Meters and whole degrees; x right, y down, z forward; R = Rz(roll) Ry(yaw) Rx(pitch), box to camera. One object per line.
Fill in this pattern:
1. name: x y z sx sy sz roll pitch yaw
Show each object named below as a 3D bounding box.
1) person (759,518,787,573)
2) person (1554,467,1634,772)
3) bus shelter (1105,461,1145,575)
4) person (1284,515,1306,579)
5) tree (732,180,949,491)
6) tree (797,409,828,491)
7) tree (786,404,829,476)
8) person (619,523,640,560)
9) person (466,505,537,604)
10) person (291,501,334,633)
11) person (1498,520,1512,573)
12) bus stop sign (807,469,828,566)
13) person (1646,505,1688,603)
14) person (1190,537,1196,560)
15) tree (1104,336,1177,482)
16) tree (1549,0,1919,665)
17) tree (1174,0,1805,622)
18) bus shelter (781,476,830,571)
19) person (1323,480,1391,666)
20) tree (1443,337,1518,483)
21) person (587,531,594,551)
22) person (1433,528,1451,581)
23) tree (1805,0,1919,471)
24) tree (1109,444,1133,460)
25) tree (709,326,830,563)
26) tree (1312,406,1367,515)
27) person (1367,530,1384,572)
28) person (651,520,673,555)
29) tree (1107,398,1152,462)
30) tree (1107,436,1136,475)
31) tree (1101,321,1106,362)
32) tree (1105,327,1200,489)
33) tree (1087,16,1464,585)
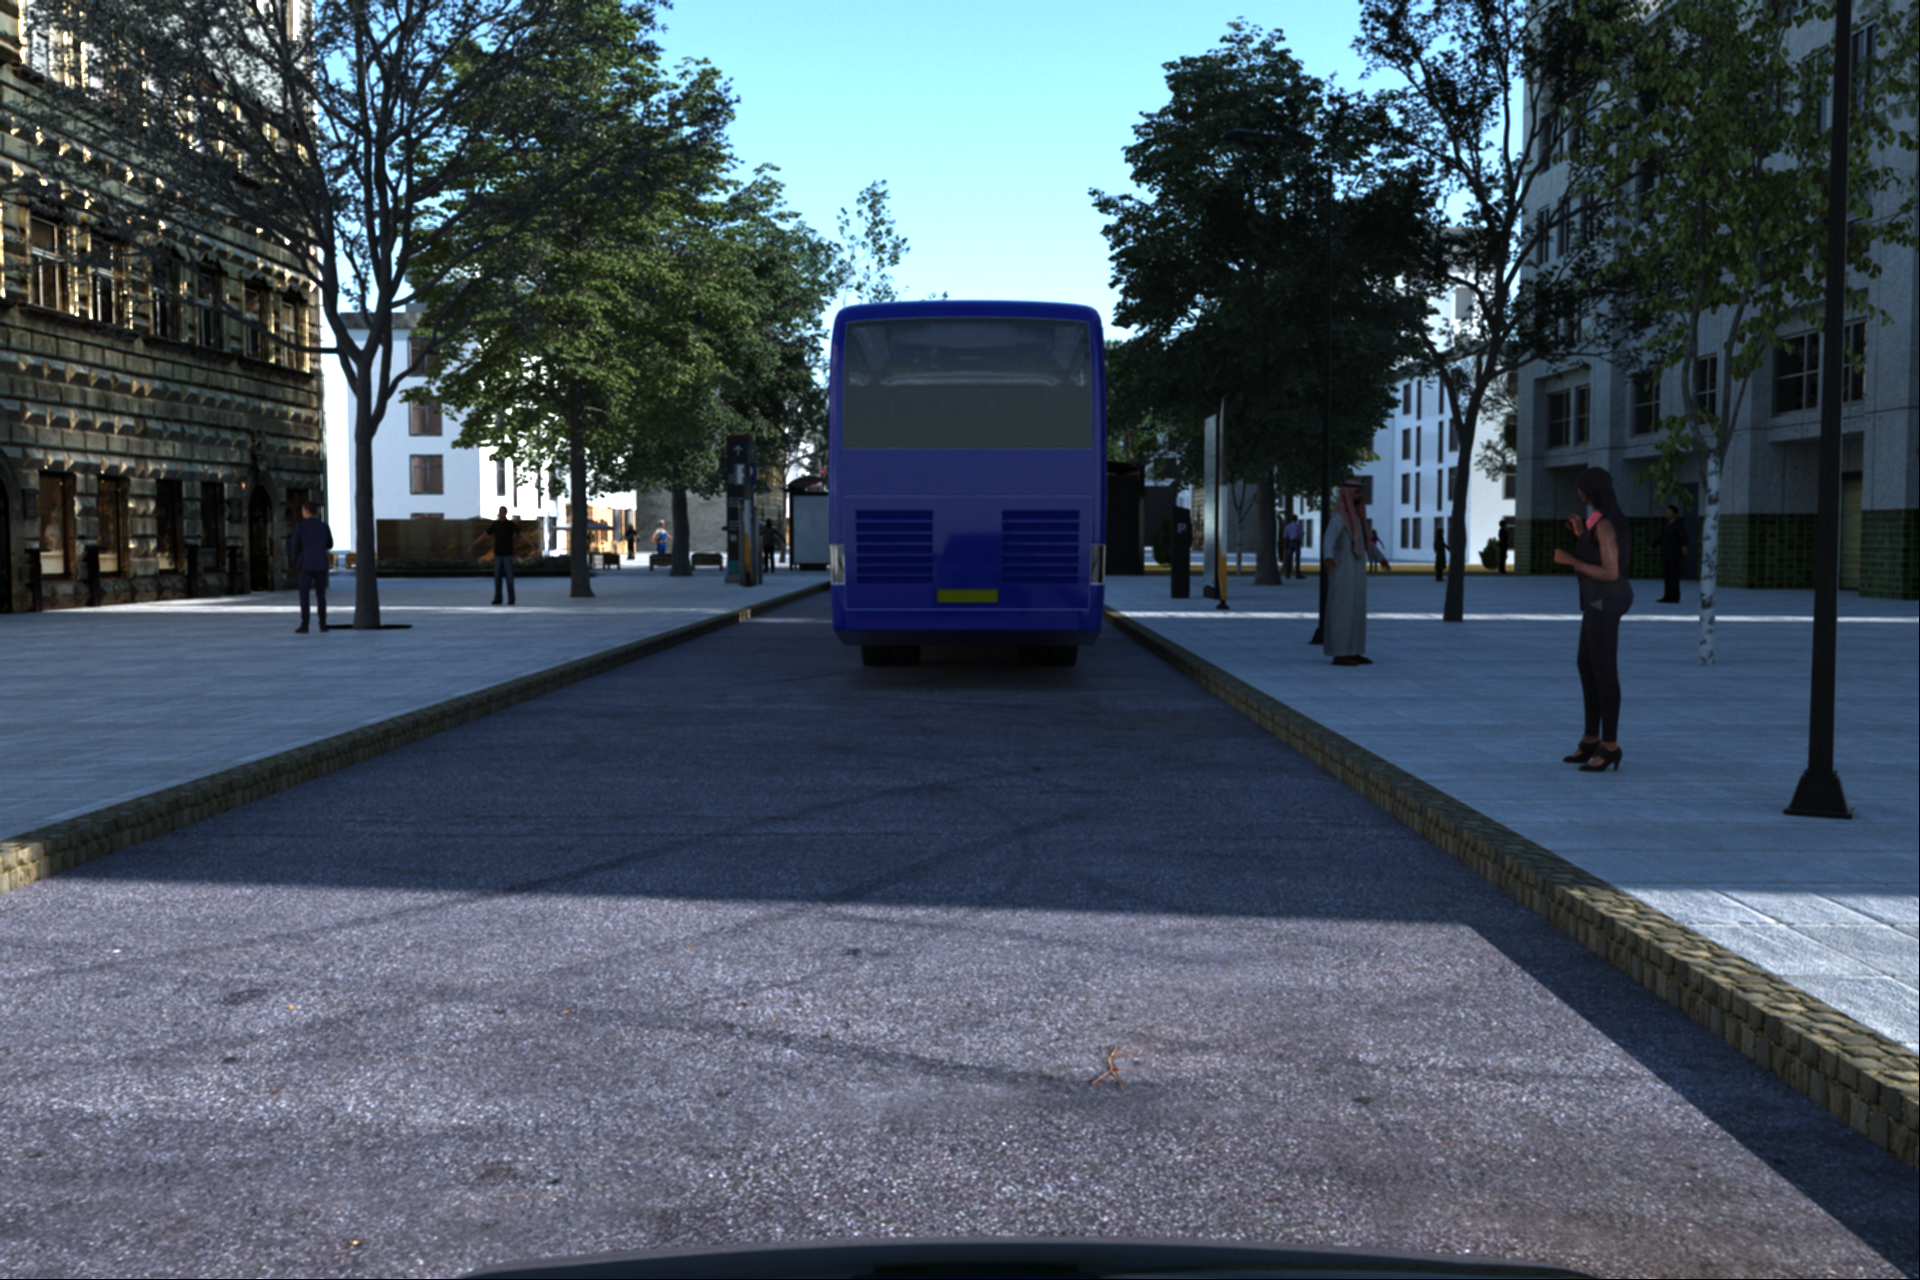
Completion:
1. person: -6.362 -3.149 57.607 1.348 1.813 0.705 1 4 16
2. person: 3.432 -0.120 9.471 0.415 1.643 0.593 -1 4 -17
3. bus shelter: 4.977 -4.036 57.266 1.731 3.624 6.357 0 4 -1
4. person: 9.651 -2.680 49.731 0.709 1.838 0.599 2 4 35
5. tree: -6.690 -14.490 92.803 12.611 20.169 13.585 0 3 0
6. tree: -6.639 -10.710 109.521 7.601 10.594 8.767 -1 4 -21
7. tree: -7.629 -13.133 125.094 12.009 13.543 11.850 0 3 0
8. person: -16.472 -4.941 86.570 1.354 1.856 0.705 2 4 34
9. person: -8.324 -1.550 31.558 1.348 1.803 0.705 0 4 7
10. person: -8.448 -0.957 22.608 0.541 1.710 0.530 -2 4 -29
11. person: 17.785 -3.042 56.460 0.721 1.740 1.216 0 4 5
12. bus stop sign: -5.808 -5.008 70.577 0.855 3.939 0.416 0 4 0
13. person: 13.268 -1.609 32.353 0.704 1.823 1.345 0 4 -7
14. person: 11.232 -4.880 86.058 1.348 1.796 0.705 -3 5 -43
15. tree: 7.684 -9.872 87.162 9.928 11.665 9.643 0 3 0
16. tree: 7.552 -4.065 16.819 4.737 8.622 4.395 0 3 0
17. tree: 7.134 -5.529 24.810 8.767 10.594 7.601 1 4 15
18. bus shelter: -5.172 -4.224 62.982 2.014 3.302 5.546 0 4 1
19. person: 3.852 -0.666 17.030 0.704 1.811 1.347 3 4 38
20. tree: 22.505 -7.931 64.080 8.767 10.594 7.601 -2 4 -27
21. person: -16.457 -4.312 76.271 0.705 1.858 1.354 1 4 21
22. person: 13.157 -2.326 47.238 0.599 1.438 0.989 3 5 40
23. tree: 6.251 -3.667 10.325 4.360 8.622 3.978 0 3 0
24. tree: 7.588 -12.862 120.656 12.009 13.543 11.850 0 3 0
25. tree: -7.552 -8.697 76.615 7.601 10.594 8.767 -1 4 -18
26. tree: 14.214 -7.153 67.321 4.737 8.622 4.395 0 3 0
27. person: 13.855 -2.994 58.215 0.599 1.433 0.991 -3 5 -41
28. person: -11.831 -3.847 68.757 0.705 1.847 1.347 2 4 32
29. tree: 7.978 -10.549 106.892 8.767 10.594 7.601 1 4 13
30. tree: 8.164 -8.978 97.151 4.737 8.622 4.395 0 3 0
31. tree: 9.768 -18.214 153.679 12.611 20.169 13.585 0 3 0
32. tree: 7.789 -8.636 75.604 7.601 10.594 8.767 -3 4 -37
33. tree: 7.751 -8.356 43.282 9.857 13.997 8.962 0 3 0
